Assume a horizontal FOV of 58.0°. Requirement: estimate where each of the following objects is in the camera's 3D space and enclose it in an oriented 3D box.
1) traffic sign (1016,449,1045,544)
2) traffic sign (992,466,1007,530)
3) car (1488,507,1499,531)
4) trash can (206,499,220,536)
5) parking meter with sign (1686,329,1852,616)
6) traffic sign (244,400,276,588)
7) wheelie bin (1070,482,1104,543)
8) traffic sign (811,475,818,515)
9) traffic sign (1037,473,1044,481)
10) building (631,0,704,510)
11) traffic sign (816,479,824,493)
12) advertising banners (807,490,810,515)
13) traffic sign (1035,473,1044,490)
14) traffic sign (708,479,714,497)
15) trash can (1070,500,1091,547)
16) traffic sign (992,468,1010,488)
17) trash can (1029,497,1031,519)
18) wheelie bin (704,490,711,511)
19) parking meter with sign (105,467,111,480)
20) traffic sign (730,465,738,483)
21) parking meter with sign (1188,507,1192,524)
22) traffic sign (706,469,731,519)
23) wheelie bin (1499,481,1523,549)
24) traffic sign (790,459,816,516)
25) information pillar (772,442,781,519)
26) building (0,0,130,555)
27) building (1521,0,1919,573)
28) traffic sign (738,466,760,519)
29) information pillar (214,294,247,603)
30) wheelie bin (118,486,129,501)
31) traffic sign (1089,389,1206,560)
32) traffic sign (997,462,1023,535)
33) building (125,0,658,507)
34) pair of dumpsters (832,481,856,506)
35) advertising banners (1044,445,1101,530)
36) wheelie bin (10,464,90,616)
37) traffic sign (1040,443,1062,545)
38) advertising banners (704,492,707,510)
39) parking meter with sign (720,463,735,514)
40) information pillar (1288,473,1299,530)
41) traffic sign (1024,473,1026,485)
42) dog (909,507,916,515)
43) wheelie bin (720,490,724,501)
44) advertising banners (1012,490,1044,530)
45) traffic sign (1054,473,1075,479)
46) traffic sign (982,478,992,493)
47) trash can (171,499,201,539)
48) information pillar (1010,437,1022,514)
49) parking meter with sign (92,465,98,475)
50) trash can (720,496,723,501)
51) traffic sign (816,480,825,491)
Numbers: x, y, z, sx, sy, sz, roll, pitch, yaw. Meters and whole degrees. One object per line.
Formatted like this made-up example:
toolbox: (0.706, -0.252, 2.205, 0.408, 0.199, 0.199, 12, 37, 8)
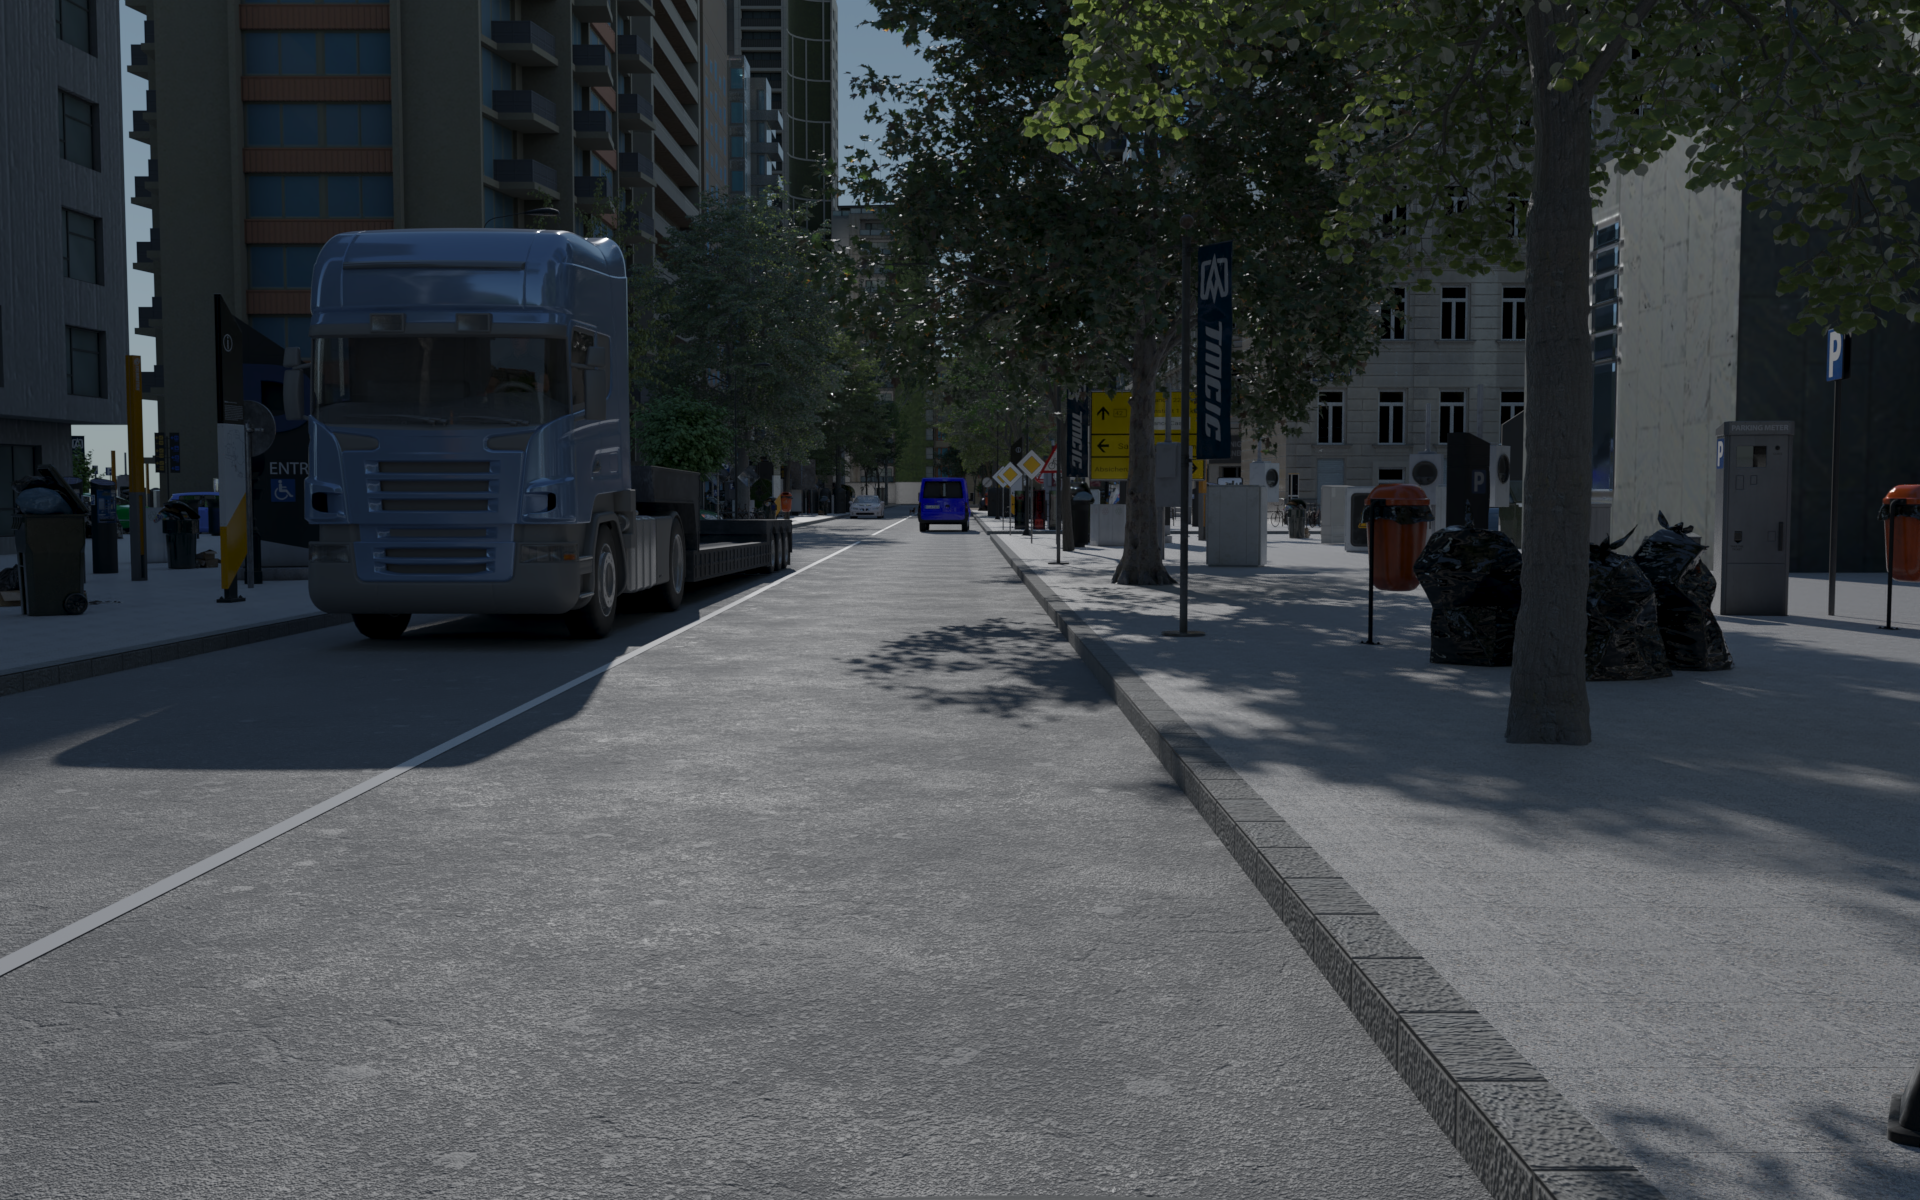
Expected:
traffic sign: (1.853, -2.668, 44.802, 0.795, 2.450, 0.064, 0, 4, 0)
traffic sign: (1.533, -3.545, 61.606, 0.795, 2.450, 0.064, 0, 4, 0)
car: (16.921, -2.819, 58.090, 4.499, 1.417, 2.014, 0, 4, 1)
trash can: (-22.733, -2.536, 53.121, 0.748, 1.137, 0.748, 0, 3, 0)
parking meter with sign: (8.398, -1.352, 18.374, 1.738, 3.016, 0.543, 1, 4, 11)
traffic sign: (-9.670, -1.433, 23.538, 0.768, 2.556, 0.104, 0, 4, 4)
wheelie bin: (3.125, -2.313, 45.725, 0.693, 1.594, 0.980, -3, 5, -44)
traffic sign: (-9.215, -6.578, 107.650, 0.768, 2.556, 0.104, 0, 4, 4)
traffic sign: (3.475, -4.185, 68.435, 0.884, 2.594, 0.081, 0, 4, 7)
building: (-29.897, -30.255, 118.378, 21.300, 48.544, 21.600, 0, 4, 0)
traffic sign: (-10.218, -7.590, 125.278, 0.795, 2.450, 0.064, 0, 4, 3)
advertising banners: (-9.528, -6.908, 109.129, 0.090, 3.025, 2.074, 0, 3, 0)
traffic sign: (3.952, -5.099, 83.481, 0.768, 2.556, 0.104, 0, 4, 4)
traffic sign: (-10.973, -4.693, 76.836, 0.768, 2.556, 0.104, 0, 4, 6)
trash can: (2.797, -1.845, 41.821, 0.748, 1.137, 0.748, 0, 3, 0)
traffic sign: (3.603, -8.496, 132.780, 2.265, 3.308, 0.079, 1, 4, 9)
trash can: (3.741, -4.682, 88.211, 0.748, 1.137, 0.748, 0, 3, 0)
wheelie bin: (-17.895, -7.068, 123.476, 0.693, 1.594, 0.980, -1, 4, -13)
parking meter with sign: (-55.675, -7.138, 112.966, 0.543, 3.016, 1.738, -3, 5, -44)
traffic sign: (-9.804, -4.681, 76.646, 0.768, 2.556, 0.104, 0, 4, 8)
parking meter with sign: (9.628, -4.750, 73.921, 0.543, 3.016, 1.738, 0, 4, 1)
traffic sign: (-7.490, -3.057, 53.618, 0.795, 2.450, 0.064, 0, 4, 0)
wheelie bin: (13.084, -2.013, 40.813, 0.980, 1.594, 0.693, -2, 4, -23)
traffic sign: (-9.599, -6.588, 101.588, 2.265, 3.308, 0.079, 0, 4, 5)
information pillar: (-8.204, -5.255, 77.274, 0.183, 3.616, 0.504, 2, 4, 34)
building: (-26.102, -16.123, 35.320, 14.107, 30.474, 14.160, 0, 4, 0)
building: (23.731, -43.298, 20.591, 22.319, 86.520, 31.000, 0, 4, 0)
traffic sign: (-7.511, -3.545, 61.603, 0.795, 2.450, 0.064, 0, 4, 0)
information pillar: (-8.647, -1.785, 20.539, 0.183, 3.616, 0.504, 0, 4, 5)
wheelie bin: (-32.818, -3.706, 68.500, 0.980, 1.594, 0.693, -1, 4, -20)
traffic sign: (3.655, -2.442, 33.804, 2.265, 3.308, 0.079, 0, 4, 5)
traffic sign: (1.554, -3.057, 53.620, 0.795, 2.450, 0.064, 0, 4, 0)
building: (-27.324, -26.343, 85.328, 22.147, 44.769, 28.867, 0, 4, 0)
pair of dumpsters: (-8.518, -7.591, 126.602, 1.574, 2.255, 4.437, 0, 3, 0)
advertising banners: (4.110, -4.004, 61.655, 2.074, 3.025, 0.090, 0, 4, -7)
wheelie bin: (-9.668, -0.641, 18.385, 0.693, 1.594, 0.980, -3, 4, -38)
traffic sign: (2.466, -2.688, 43.961, 0.884, 2.594, 0.081, 0, 4, 0)
advertising banners: (-19.503, -8.424, 133.919, 2.074, 3.025, 0.090, -1, 4, -15)
parking meter with sign: (-13.292, -6.451, 101.729, 0.543, 3.016, 1.738, 3, 5, 43)
information pillar: (11.896, -3.504, 61.788, 0.304, 2.012, 0.304, -1, 4, -10)
traffic sign: (2.989, -4.911, 82.429, 0.606, 2.300, 0.079, 0, 4, 5)
dog: (-3.314, -6.161, 120.016, 0.406, 0.507, 0.540, 1, 4, 9)
wheelie bin: (-18.129, -7.635, 132.741, 0.980, 1.594, 0.693, 1, 4, 17)
advertising banners: (2.828, -4.052, 62.437, 2.074, 3.025, 0.090, 2, 4, 27)
traffic sign: (2.982, -2.897, 49.494, 0.606, 2.300, 0.079, 0, 4, 1)
traffic sign: (2.089, -8.131, 133.050, 0.768, 2.556, 0.104, 0, 4, 3)
trash can: (-21.075, -2.174, 47.202, 0.748, 1.137, 0.748, 0, 3, 0)
information pillar: (2.293, -4.823, 70.216, 0.504, 3.616, 0.183, 0, 4, 1)
parking meter with sign: (-53.206, -6.649, 104.976, 1.738, 3.016, 0.543, 0, 4, 1)
trash can: (-17.778, -7.070, 127.251, 0.748, 1.137, 0.748, 0, 3, 0)
traffic sign: (-10.203, -7.620, 126.716, 0.606, 2.300, 0.079, 0, 4, 1)
